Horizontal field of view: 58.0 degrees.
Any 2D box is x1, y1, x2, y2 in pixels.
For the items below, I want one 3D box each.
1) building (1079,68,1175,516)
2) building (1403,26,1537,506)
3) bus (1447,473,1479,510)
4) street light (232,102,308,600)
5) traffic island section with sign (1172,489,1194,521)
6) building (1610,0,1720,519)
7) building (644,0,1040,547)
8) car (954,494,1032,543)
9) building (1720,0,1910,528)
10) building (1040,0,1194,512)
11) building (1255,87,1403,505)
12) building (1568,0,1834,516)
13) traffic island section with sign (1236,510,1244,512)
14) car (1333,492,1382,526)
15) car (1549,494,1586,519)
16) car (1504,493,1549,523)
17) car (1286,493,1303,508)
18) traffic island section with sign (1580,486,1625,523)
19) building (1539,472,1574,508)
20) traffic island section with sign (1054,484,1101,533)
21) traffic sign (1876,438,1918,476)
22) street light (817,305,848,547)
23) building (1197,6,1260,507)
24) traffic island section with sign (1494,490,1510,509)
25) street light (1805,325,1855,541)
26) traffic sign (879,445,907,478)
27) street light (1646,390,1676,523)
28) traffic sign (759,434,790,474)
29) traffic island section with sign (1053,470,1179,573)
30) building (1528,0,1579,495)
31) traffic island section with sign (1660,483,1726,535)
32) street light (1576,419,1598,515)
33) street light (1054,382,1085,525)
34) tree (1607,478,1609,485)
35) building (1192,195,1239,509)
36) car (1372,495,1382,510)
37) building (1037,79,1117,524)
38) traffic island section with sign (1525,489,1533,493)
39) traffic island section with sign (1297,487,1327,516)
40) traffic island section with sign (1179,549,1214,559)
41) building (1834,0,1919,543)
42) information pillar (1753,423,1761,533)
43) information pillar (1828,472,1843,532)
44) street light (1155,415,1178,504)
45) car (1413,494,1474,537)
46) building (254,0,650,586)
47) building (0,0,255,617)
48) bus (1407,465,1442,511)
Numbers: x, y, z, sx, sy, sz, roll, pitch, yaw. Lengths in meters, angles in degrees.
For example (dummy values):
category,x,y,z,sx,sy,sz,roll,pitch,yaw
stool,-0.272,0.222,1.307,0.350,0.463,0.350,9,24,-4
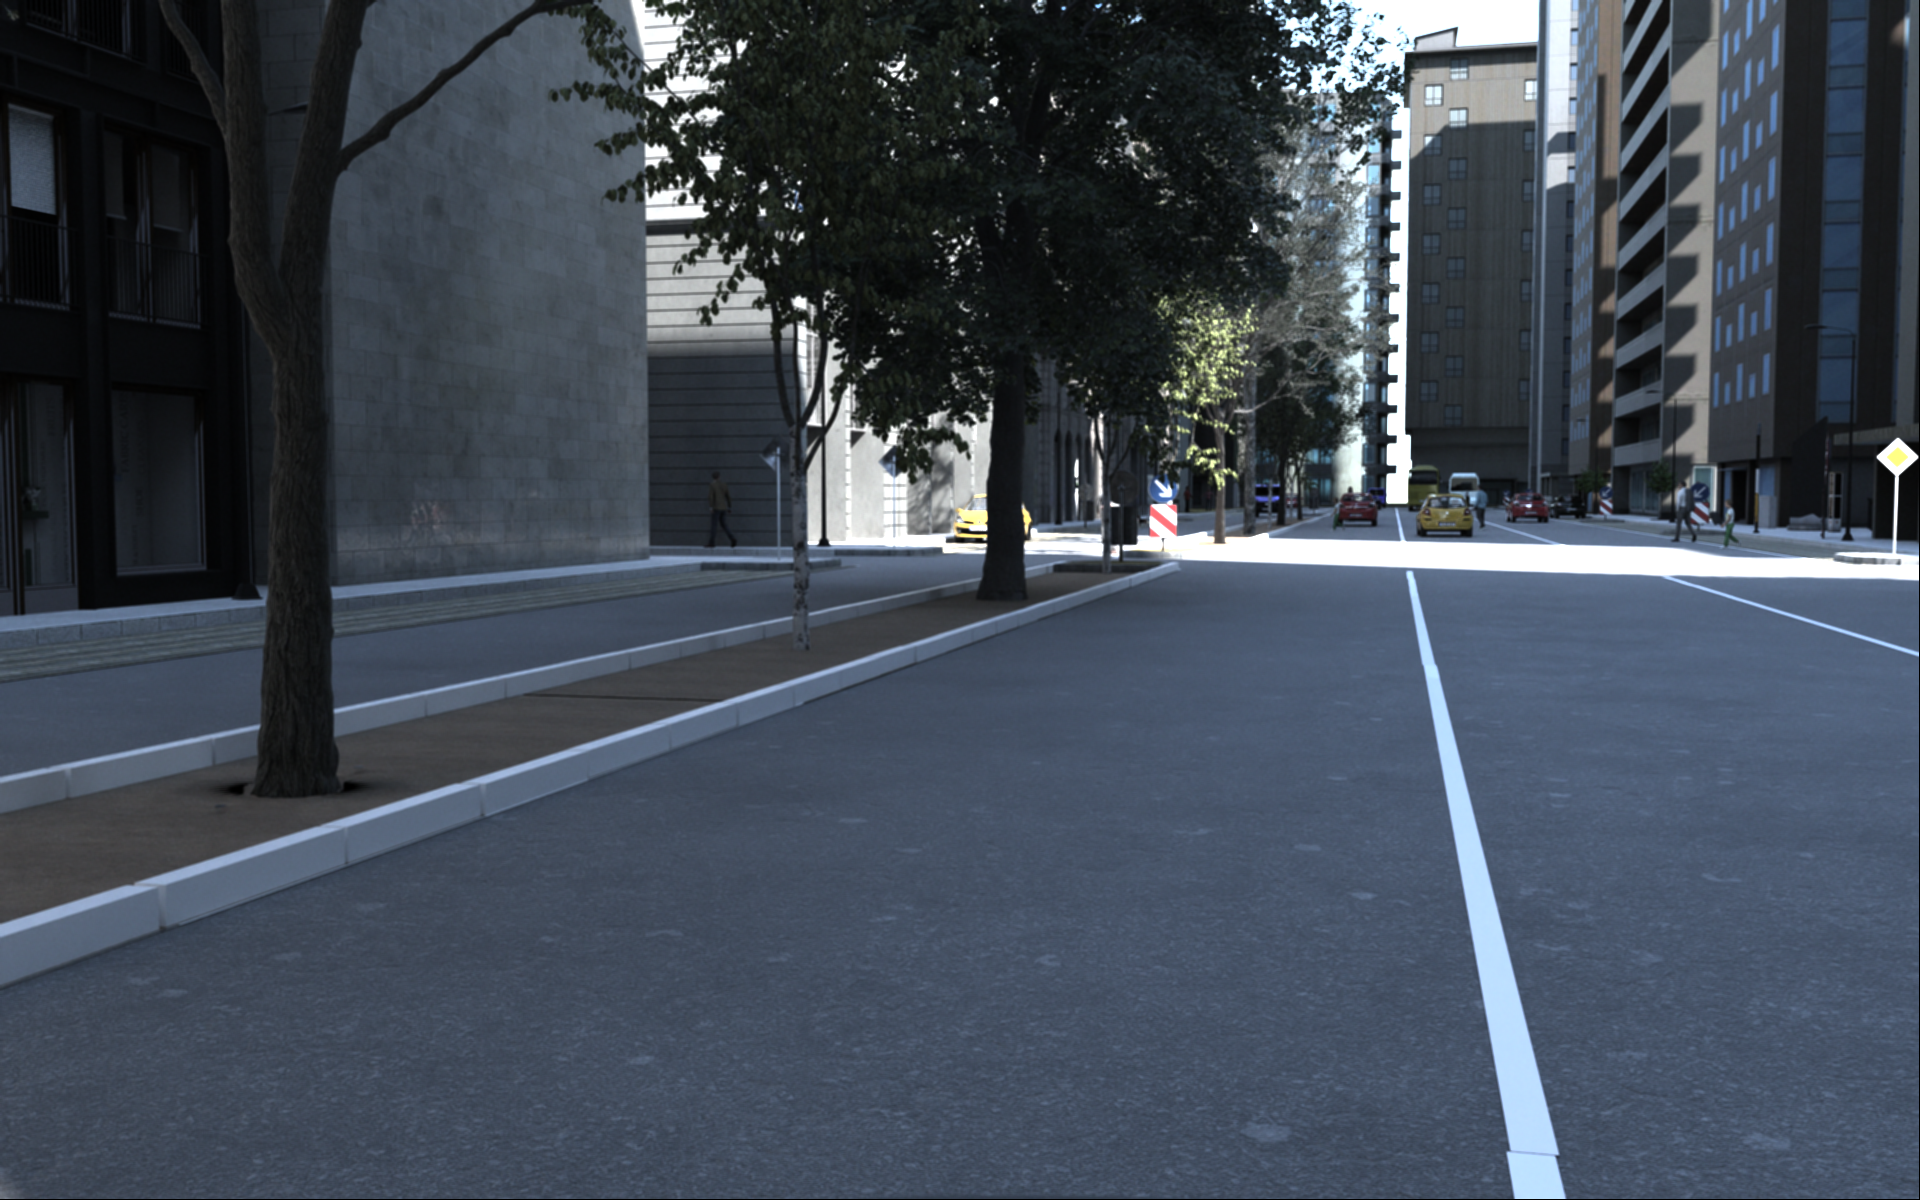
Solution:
category,x,y,z,sx,sy,sz,roll,pitch,yaw
building,5.794,-17.535,104.722,12.078,24.808,19.932,1,4,14
building,65.586,-37.491,202.208,27.495,52.752,28.713,1,4,14
bus,46.402,-10.080,159.659,2.948,3.499,13.247,1,4,16
street light,-8.173,-2.953,20.818,1.470,5.913,1.316,1,4,14
traffic island section with sign,11.308,-5.072,91.561,1.989,1.847,2.006,1,4,14
building,48.568,-28.789,94.401,21.300,48.544,21.600,1,4,14
building,-5.609,-17.060,56.420,11.434,29.767,29.804,1,4,14
car,0.982,-2.505,51.176,2.015,1.641,3.980,1,4,13
building,39.459,-25.689,70.124,14.600,45.320,14.200,1,4,14
building,6.955,-50.030,130.667,22.319,86.520,31.000,1,4,14
building,37.001,-35.953,207.434,30.456,49.044,23.786,1,4,14
building,51.115,-28.836,121.585,14.600,45.320,14.200,1,4,14
traffic island section with sign,23.415,-8.033,139.964,1.989,1.847,2.006,1,4,14
car,17.930,-4.230,78.205,2.155,1.783,4.494,1,4,14
car,35.749,-5.636,101.927,2.009,1.686,4.222,1,4,13
car,28.854,-4.837,88.121,2.155,1.783,4.494,1,4,13
car,29.836,-8.992,156.054,2.155,1.783,4.494,1,4,12
traffic island section with sign,32.254,-4.795,87.021,1.989,1.847,2.006,1,4,14
building,63.919,-27.298,138.196,32.217,40.220,23.993,1,4,14
traffic island section with sign,4.699,-3.454,65.104,1.989,1.847,2.006,1,4,14
traffic sign,19.467,-2.066,35.977,0.795,2.593,0.064,1,4,14
street light,-2.805,-4.253,42.076,1.470,5.913,1.316,1,4,14
building,16.593,-39.091,181.135,28.212,58.520,21.231,1,4,14
traffic island section with sign,51.102,-9.404,162.389,1.989,1.847,2.006,1,4,14
street light,23.854,-4.586,47.525,1.470,5.913,1.316,1,4,14
traffic sign,-1.576,-2.388,41.241,0.795,2.593,0.064,1,4,14
street light,31.394,-6.422,77.543,1.470,5.913,1.316,1,4,14
traffic sign,-3.514,-1.915,33.494,0.795,2.593,0.064,1,4,14
traffic island section with sign,2.901,-1.472,32.205,2.006,1.907,1.989,1,4,14
building,65.705,-38.099,164.920,21.231,58.520,28.212,1,4,14
traffic island section with sign,25.716,-3.192,60.810,1.989,1.847,2.006,1,4,14
street light,38.936,-8.255,107.504,1.470,5.913,1.316,1,4,14
street light,4.628,-6.079,71.940,1.470,5.913,1.316,1,4,14
tree,42.498,-7.413,115.812,1.663,3.219,1.824,0,3,0
building,17.158,-23.370,153.807,14.160,30.474,14.107,1,4,14
car,37.404,-8.863,157.489,1.945,1.354,3.894,1,4,14
building,-0.032,-14.773,83.347,13.314,21.916,24.055,1,4,14
traffic island section with sign,44.487,-7.787,135.946,1.989,1.847,2.006,1,4,14
traffic island section with sign,22.931,-6.370,112.293,2.006,1.907,1.989,1,4,14
traffic island section with sign,4.708,-1.911,39.389,2.006,1.907,1.989,1,4,14
building,38.438,-23.691,41.974,28.867,44.769,22.147,1,4,14
information pillar,26.252,-4.015,57.002,0.183,3.616,0.504,2,4,28
information pillar,29.444,-3.289,58.270,0.304,2.012,0.304,0,4,-4
street light,12.044,-7.888,101.513,1.470,5.913,1.316,1,4,14
car,16.534,-2.992,59.150,2.015,1.641,3.980,1,4,12
building,-15.529,-10.749,30.494,16.860,20.320,10.420,1,4,14
building,-16.741,-11.329,14.903,12.332,23.373,15.834,1,4,14
bus,39.524,-9.539,147.513,2.896,3.916,12.252,1,4,16
